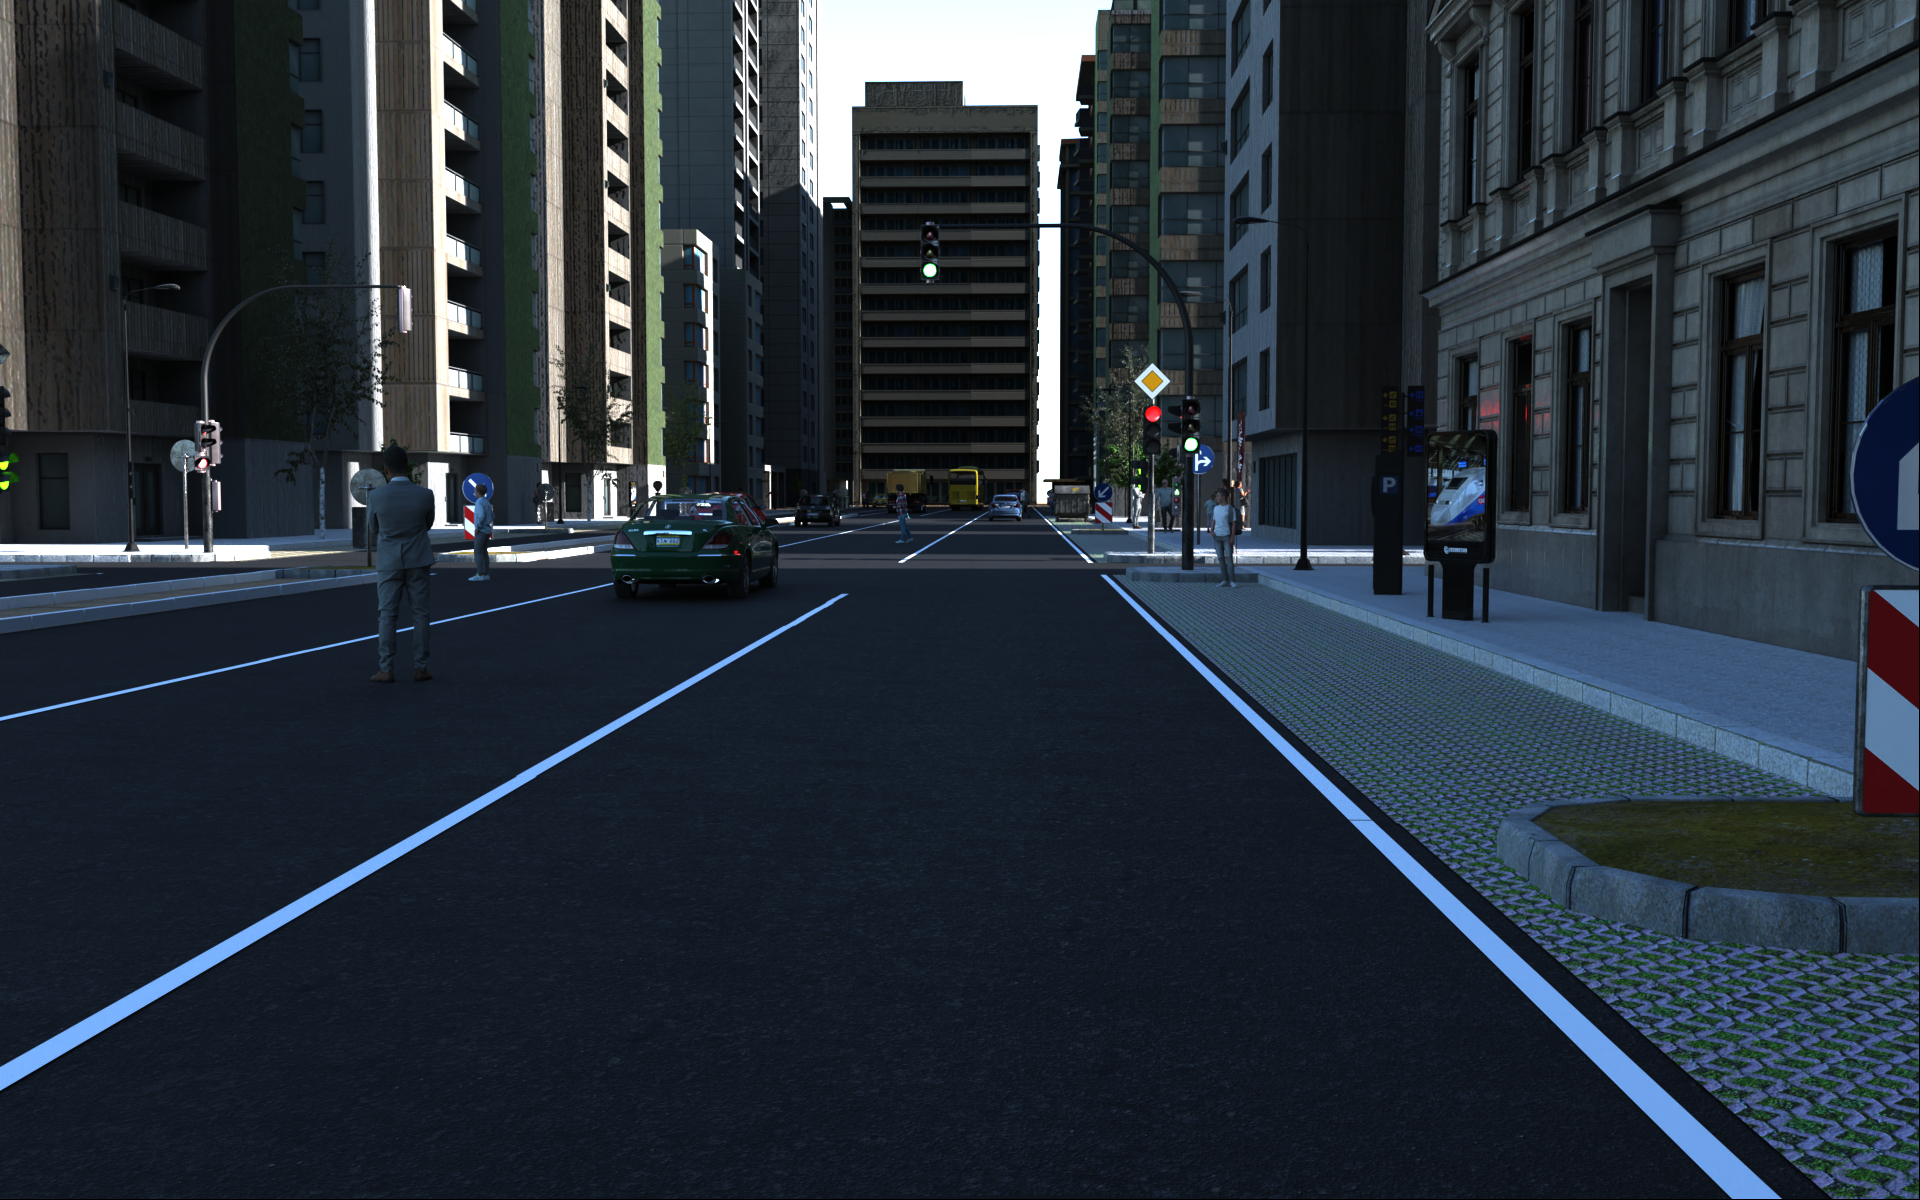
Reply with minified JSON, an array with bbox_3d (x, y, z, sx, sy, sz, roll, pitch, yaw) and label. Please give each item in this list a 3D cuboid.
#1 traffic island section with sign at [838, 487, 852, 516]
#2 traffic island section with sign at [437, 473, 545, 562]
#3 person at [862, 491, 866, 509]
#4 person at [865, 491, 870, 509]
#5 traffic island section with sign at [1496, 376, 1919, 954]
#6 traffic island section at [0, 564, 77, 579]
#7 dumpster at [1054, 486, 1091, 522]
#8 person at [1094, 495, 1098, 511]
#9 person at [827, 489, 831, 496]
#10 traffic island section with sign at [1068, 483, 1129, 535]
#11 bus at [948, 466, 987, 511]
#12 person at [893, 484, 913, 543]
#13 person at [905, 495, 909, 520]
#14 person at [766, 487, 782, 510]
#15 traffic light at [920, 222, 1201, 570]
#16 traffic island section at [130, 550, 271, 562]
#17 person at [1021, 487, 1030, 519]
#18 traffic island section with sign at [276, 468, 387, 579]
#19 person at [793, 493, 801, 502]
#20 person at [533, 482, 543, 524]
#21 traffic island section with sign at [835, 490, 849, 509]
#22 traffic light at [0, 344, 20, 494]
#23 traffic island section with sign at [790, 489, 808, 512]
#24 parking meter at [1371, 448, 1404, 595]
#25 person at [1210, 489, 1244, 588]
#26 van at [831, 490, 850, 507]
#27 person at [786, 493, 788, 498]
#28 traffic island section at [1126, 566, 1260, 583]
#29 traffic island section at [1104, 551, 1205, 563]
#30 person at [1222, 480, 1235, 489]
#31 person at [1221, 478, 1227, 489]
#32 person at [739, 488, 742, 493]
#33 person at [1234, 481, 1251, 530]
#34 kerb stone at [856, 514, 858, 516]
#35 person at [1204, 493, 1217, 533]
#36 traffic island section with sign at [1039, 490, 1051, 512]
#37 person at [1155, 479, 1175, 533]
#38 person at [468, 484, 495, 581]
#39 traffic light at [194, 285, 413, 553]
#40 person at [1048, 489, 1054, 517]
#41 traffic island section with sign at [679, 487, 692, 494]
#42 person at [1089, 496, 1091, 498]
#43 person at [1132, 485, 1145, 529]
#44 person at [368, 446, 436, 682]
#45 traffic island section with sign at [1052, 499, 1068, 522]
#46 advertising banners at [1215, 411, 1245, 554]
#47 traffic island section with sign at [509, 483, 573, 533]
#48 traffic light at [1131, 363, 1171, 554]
[{"bbox_3d":[-7.654,-6.384,112.517,2.006,1.907,1.989,0,4,2],"label":"traffic island section with sign"},{"bbox_3d":[-10.208,-1.791,37.422,2.006,1.907,1.989,0,4,2],"label":"traffic island section with sign"},{"bbox_3d":[-9.231,-9.680,167.701,0.436,1.711,0.756,1,4,13],"label":"person"},{"bbox_3d":[-9.146,-9.819,169.756,0.721,1.743,1.217,2,4,32],"label":"person"},{"bbox_3d":[3.088,0.142,6.299,1.989,1.847,2.006,0,4,2],"label":"traffic island section with sign"},{"bbox_3d":[-16.768,-0.472,30.000,2.009,0.180,2.903,0,4,2],"label":"traffic island section"},{"bbox_3d":[5.642,-4.848,87.478,1.865,1.857,1.264,0,4,1],"label":"dumpster"},{"bbox_3d":[9.830,-7.263,124.923,0.705,1.807,1.348,-1,4,-17],"label":"person"},{"bbox_3d":[-13.774,-10.672,180.524,0.705,1.824,1.348,-2,4,-32],"label":"person"},{"bbox_3d":[4.978,-3.256,61.858,1.989,1.847,2.006,0,4,2],"label":"traffic island section with sign"},{"bbox_3d":[0.641,-9.817,152.062,2.896,3.916,12.252,0,4,4],"label":"bus"},{"bbox_3d":[-1.660,-2.525,50.617,0.643,1.720,0.563,-1,4,-9],"label":"person"},{"bbox_3d":[-3.205,-5.373,97.187,0.643,1.720,0.563,3,4,38],"label":"person"},{"bbox_3d":[-15.456,-8.406,143.419,1.348,1.831,0.705,1,4,9],"label":"person"},{"bbox_3d":[1.728,-3.330,29.110,4.771,5.953,1.251,0,4,2],"label":"traffic light"},{"bbox_3d":[-16.495,-0.960,37.980,2.009,0.180,2.903,0,4,2],"label":"traffic island section"},{"bbox_3d":[3.818,-5.659,101.122,0.679,1.850,0.850,-2,4,-35],"label":"person"},{"bbox_3d":[-10.471,-1.338,30.019,2.006,1.907,1.989,0,4,2],"label":"traffic island section with sign"},{"bbox_3d":[-15.330,-9.761,165.774,1.348,1.807,0.705,-1,4,-22],"label":"person"},{"bbox_3d":[-17.860,-4.111,73.622,0.532,1.782,0.716,1,4,19],"label":"person"},{"bbox_3d":[-11.740,-9.715,167.466,1.989,1.847,2.006,0,4,2],"label":"traffic island section with sign"},{"bbox_3d":[-16.728,-2.504,29.864,0.839,4.253,0.868,0,4,2],"label":"traffic light"},{"bbox_3d":[-12.673,-8.067,140.526,1.989,1.847,2.006,0,4,2],"label":"traffic island section with sign"},{"bbox_3d":[5.448,-1.003,22.108,0.399,1.863,0.255,1,4,11],"label":"parking meter"},{"bbox_3d":[4.093,-0.948,26.588,0.503,1.515,0.523,1,4,13],"label":"person"},{"bbox_3d":[-11.872,-10.012,170.709,2.013,2.044,4.112,0,4,2],"label":"van"},{"bbox_3d":[-16.852,-9.755,165.539,0.705,1.823,1.348,2,4,32],"label":"person"},{"bbox_3d":[3.861,-0.429,29.293,2.009,0.180,2.903,0,4,2],"label":"traffic island section"},{"bbox_3d":[4.134,-0.917,37.274,2.009,0.180,2.903,0,4,2],"label":"traffic island section"},{"bbox_3d":[9.807,-3.517,63.515,0.580,1.828,0.573,-2,4,-34],"label":"person"},{"bbox_3d":[9.148,-3.314,60.234,0.388,1.821,0.555,-1,4,-18],"label":"person"},{"bbox_3d":[-15.909,-7.221,124.809,0.721,1.736,1.217,-3,4,-36],"label":"person"},{"bbox_3d":[10.172,-3.425,62.407,0.532,1.782,0.716,-2,4,-34],"label":"person"},{"bbox_3d":[-6.714,-5.340,109.498,0.120,0.150,1.000,0,4,2],"label":"kerb stone"},{"bbox_3d":[8.248,-2.852,56.954,0.425,1.301,0.394,1,4,9],"label":"person"},{"bbox_3d":[8.561,-9.670,166.733,1.989,1.847,2.006,0,4,2],"label":"traffic island section with sign"},{"bbox_3d":[6.707,-3.099,57.192,0.782,1.767,0.515,0,4,-5],"label":"person"},{"bbox_3d":[-7.960,-1.133,28.837,0.330,1.601,0.589,1,4,14],"label":"person"},{"bbox_3d":[-14.362,-3.862,37.808,4.771,5.953,1.251,0,4,2],"label":"traffic light"},{"bbox_3d":[5.670,-5.917,105.830,0.643,1.750,0.593,0,4,-3],"label":"person"},{"bbox_3d":[-14.370,-5.006,90.475,1.989,1.847,2.006,0,4,2],"label":"traffic island section with sign"},{"bbox_3d":[9.703,-7.858,135.249,1.217,1.736,0.721,-2,4,-26],"label":"person"},{"bbox_3d":[6.633,-3.545,64.177,0.466,1.800,0.511,1,4,17],"label":"person"},{"bbox_3d":[-4.304,-0.285,13.349,0.511,1.800,0.466,-2,4,-35],"label":"person"},{"bbox_3d":[5.907,-4.925,89.154,1.989,1.847,2.006,0,4,2],"label":"traffic island section with sign"},{"bbox_3d":[5.833,-2.522,37.415,0.090,3.025,2.074,0,4,-7],"label":"advertising banners"},{"bbox_3d":[-15.294,-3.358,63.528,1.989,1.847,2.006,0,4,2],"label":"traffic island section with sign"},{"bbox_3d":[4.094,-2.950,37.161,0.839,4.253,0.868,0,4,2],"label":"traffic light"}]
